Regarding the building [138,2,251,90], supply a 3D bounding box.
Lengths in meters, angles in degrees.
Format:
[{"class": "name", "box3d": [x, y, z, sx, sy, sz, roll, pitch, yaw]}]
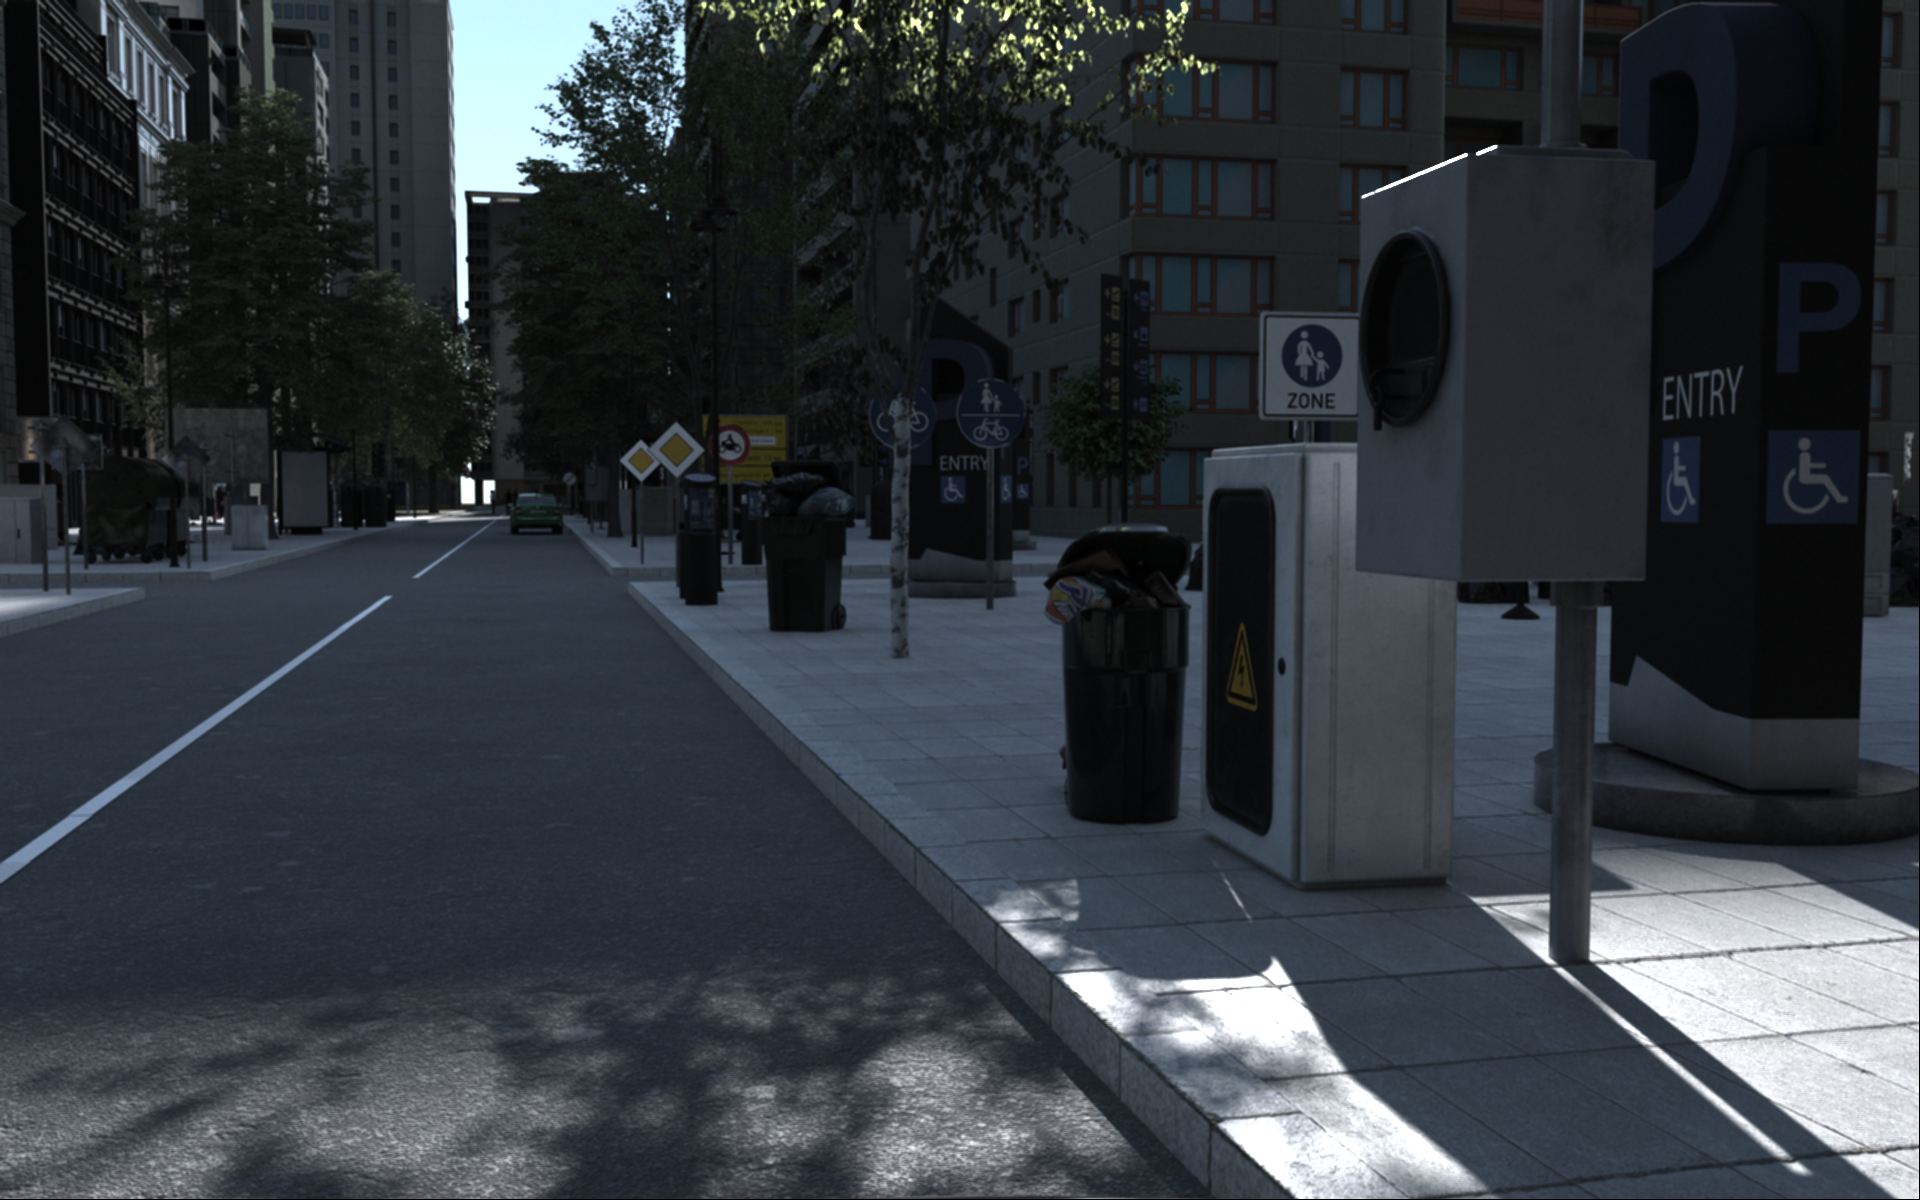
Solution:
[{"class": "building", "box3d": [-51.214, -20.383, 104.966, 14.160, 30.474, 14.107, -1, 4, -14]}]

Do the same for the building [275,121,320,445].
[{"class": "building", "box3d": [-57.593, -22.088, 132.844, 14.160, 30.474, 14.107, -1, 4, -14]}]

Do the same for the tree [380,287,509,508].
[{"class": "tree", "box3d": [-48.219, -18.645, 160.733, 12.611, 20.169, 13.585, 0, 3, 0]}]

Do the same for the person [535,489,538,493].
[{"class": "person", "box3d": [-32.572, -7.624, 133.153, 1.348, 1.824, 0.705, -3, 5, -40]}]

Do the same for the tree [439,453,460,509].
[{"class": "tree", "box3d": [-43.042, -11.856, 144.210, 4.737, 8.622, 4.395, 0, 3, 0]}]

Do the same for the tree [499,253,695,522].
[{"class": "tree", "box3d": [-16.339, -9.962, 79.886, 9.611, 12.733, 9.660, 0, 3, 0]}]

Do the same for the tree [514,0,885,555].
[{"class": "tree", "box3d": [-5.347, -6.764, 36.352, 9.928, 11.665, 9.643, 0, 3, 0]}]

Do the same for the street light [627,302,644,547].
[{"class": "street light", "box3d": [-7.883, -4.219, 41.768, 0.468, 5.910, 1.993, -1, 4, -14]}]

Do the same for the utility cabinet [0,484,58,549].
[{"class": "utility cabinet", "box3d": [-21.300, -1.888, 39.551, 1.173, 1.500, 0.318, -3, 5, -41]}]

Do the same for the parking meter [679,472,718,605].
[{"class": "parking meter", "box3d": [-3.003, -0.713, 20.072, 0.372, 1.533, 0.369, 0, 3, 0]}]

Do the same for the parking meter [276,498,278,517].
[{"class": "parking meter", "box3d": [-38.038, -5.410, 96.866, 0.372, 1.533, 0.369, 0, 3, 0]}]

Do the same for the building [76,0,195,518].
[{"class": "building", "box3d": [-46.060, -18.258, 84.424, 13.634, 28.700, 20.117, -1, 4, -14]}]

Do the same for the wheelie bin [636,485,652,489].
[{"class": "wheelie bin", "box3d": [-10.791, -3.116, 58.847, 0.980, 1.594, 0.693, -2, 4, -30]}]

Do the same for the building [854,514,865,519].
[{"class": "building", "box3d": [2.574, -29.088, 99.283, 21.300, 48.544, 21.600, -1, 4, -14]}]

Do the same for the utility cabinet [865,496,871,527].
[{"class": "utility cabinet", "box3d": [-3.165, -3.430, 67.244, 1.020, 1.237, 0.306, 2, 4, 23]}]

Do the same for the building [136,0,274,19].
[{"class": "building", "box3d": [-54.988, -26.588, 118.307, 14.154, 41.232, 14.086, -1, 4, -14]}]

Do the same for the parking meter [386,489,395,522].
[{"class": "parking meter", "box3d": [-26.591, -4.432, 80.867, 0.372, 1.533, 0.369, 0, 3, 0]}]

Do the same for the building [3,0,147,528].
[{"class": "building", "box3d": [-40.290, -14.544, 67.464, 12.332, 23.373, 15.834, -1, 4, -14]}]

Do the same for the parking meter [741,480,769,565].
[{"class": "parking meter", "box3d": [-3.781, -1.409, 31.447, 0.372, 1.533, 0.369, 0, 3, 0]}]

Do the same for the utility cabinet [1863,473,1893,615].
[{"class": "utility cabinet", "box3d": [9.147, -0.587, 18.283, 1.173, 1.500, 0.318, 1, 4, 15]}]

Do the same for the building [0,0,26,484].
[{"class": "building", "box3d": [-35.752, -15.298, 47.388, 12.463, 27.353, 25.104, -1, 4, -14]}]

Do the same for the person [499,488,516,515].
[{"class": "person", "box3d": [-31.294, -6.818, 119.983, 1.348, 1.822, 0.705, 1, 4, 17]}]

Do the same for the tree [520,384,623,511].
[{"class": "tree", "box3d": [-28.916, -13.789, 132.110, 9.857, 13.997, 8.962, 0, 3, 0]}]

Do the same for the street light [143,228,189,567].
[{"class": "street light", "box3d": [-13.845, -3.521, 30.349, 0.468, 5.910, 1.993, -1, 4, -14]}]

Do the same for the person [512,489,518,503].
[{"class": "person", "box3d": [-36.395, -8.167, 142.054, 0.705, 1.821, 1.348, 1, 4, 22]}]

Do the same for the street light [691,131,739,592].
[{"class": "street light", "box3d": [-3.184, -3.044, 22.551, 0.468, 5.910, 1.993, -1, 4, -14]}]

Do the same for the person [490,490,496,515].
[{"class": "person", "box3d": [-32.812, -6.854, 121.493, 0.436, 1.711, 0.756, 1, 4, 19]}]

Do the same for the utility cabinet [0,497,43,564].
[{"class": "utility cabinet", "box3d": [-17.497, -1.284, 32.149, 1.020, 1.237, 0.306, 1, 4, 22]}]

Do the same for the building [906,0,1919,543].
[{"class": "building", "box3d": [15.127, -13.206, 60.952, 28.899, 21.520, 27.650, -1, 4, -14]}]

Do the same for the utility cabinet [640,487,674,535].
[{"class": "utility cabinet", "box3d": [-9.337, -2.731, 53.335, 1.173, 1.500, 0.318, 3, 4, 36]}]

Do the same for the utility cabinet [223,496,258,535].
[{"class": "utility cabinet", "box3d": [-22.838, -2.683, 55.032, 0.306, 1.237, 1.020, 3, 4, 39]}]

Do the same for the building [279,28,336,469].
[{"class": "building", "box3d": [-63.442, -28.773, 154.040, 14.086, 41.232, 14.154, -1, 4, -14]}]

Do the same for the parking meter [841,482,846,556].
[{"class": "parking meter", "box3d": [-2.571, -1.701, 36.216, 0.372, 1.533, 0.369, 0, 3, 0]}]

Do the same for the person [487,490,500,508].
[{"class": "person", "box3d": [-47.816, -10.344, 177.620, 1.348, 1.824, 0.705, -2, 4, -33]}]

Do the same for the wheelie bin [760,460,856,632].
[{"class": "wheelie bin", "box3d": [-1.443, -0.514, 16.308, 0.980, 1.594, 0.693, 1, 4, 16]}]

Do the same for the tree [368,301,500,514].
[{"class": "tree", "box3d": [-34.708, -12.677, 113.928, 9.857, 13.997, 8.962, 0, 3, 0]}]

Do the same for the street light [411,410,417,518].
[{"class": "street light", "box3d": [-29.420, -7.371, 93.303, 0.468, 5.910, 1.993, -1, 4, -14]}]

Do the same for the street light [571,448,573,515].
[{"class": "street light", "box3d": [-23.391, -8.042, 104.279, 0.468, 5.910, 1.993, -1, 4, -14]}]

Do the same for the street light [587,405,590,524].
[{"class": "street light", "box3d": [-15.659, -6.130, 73.014, 0.468, 5.910, 1.993, -1, 4, -14]}]

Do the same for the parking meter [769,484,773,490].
[{"class": "parking meter", "box3d": [-4.891, -2.154, 43.637, 0.372, 1.533, 0.369, 0, 3, 0]}]

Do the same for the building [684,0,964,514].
[{"class": "building", "box3d": [-10.662, -31.656, 141.273, 21.300, 48.544, 21.600, -1, 4, -14]}]

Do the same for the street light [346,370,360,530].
[{"class": "street light", "box3d": [-21.567, -5.435, 61.642, 0.468, 5.910, 1.993, -1, 4, -14]}]

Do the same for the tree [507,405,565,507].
[{"class": "tree", "box3d": [-40.963, -16.250, 176.057, 12.009, 13.543, 11.850, 0, 3, 0]}]
